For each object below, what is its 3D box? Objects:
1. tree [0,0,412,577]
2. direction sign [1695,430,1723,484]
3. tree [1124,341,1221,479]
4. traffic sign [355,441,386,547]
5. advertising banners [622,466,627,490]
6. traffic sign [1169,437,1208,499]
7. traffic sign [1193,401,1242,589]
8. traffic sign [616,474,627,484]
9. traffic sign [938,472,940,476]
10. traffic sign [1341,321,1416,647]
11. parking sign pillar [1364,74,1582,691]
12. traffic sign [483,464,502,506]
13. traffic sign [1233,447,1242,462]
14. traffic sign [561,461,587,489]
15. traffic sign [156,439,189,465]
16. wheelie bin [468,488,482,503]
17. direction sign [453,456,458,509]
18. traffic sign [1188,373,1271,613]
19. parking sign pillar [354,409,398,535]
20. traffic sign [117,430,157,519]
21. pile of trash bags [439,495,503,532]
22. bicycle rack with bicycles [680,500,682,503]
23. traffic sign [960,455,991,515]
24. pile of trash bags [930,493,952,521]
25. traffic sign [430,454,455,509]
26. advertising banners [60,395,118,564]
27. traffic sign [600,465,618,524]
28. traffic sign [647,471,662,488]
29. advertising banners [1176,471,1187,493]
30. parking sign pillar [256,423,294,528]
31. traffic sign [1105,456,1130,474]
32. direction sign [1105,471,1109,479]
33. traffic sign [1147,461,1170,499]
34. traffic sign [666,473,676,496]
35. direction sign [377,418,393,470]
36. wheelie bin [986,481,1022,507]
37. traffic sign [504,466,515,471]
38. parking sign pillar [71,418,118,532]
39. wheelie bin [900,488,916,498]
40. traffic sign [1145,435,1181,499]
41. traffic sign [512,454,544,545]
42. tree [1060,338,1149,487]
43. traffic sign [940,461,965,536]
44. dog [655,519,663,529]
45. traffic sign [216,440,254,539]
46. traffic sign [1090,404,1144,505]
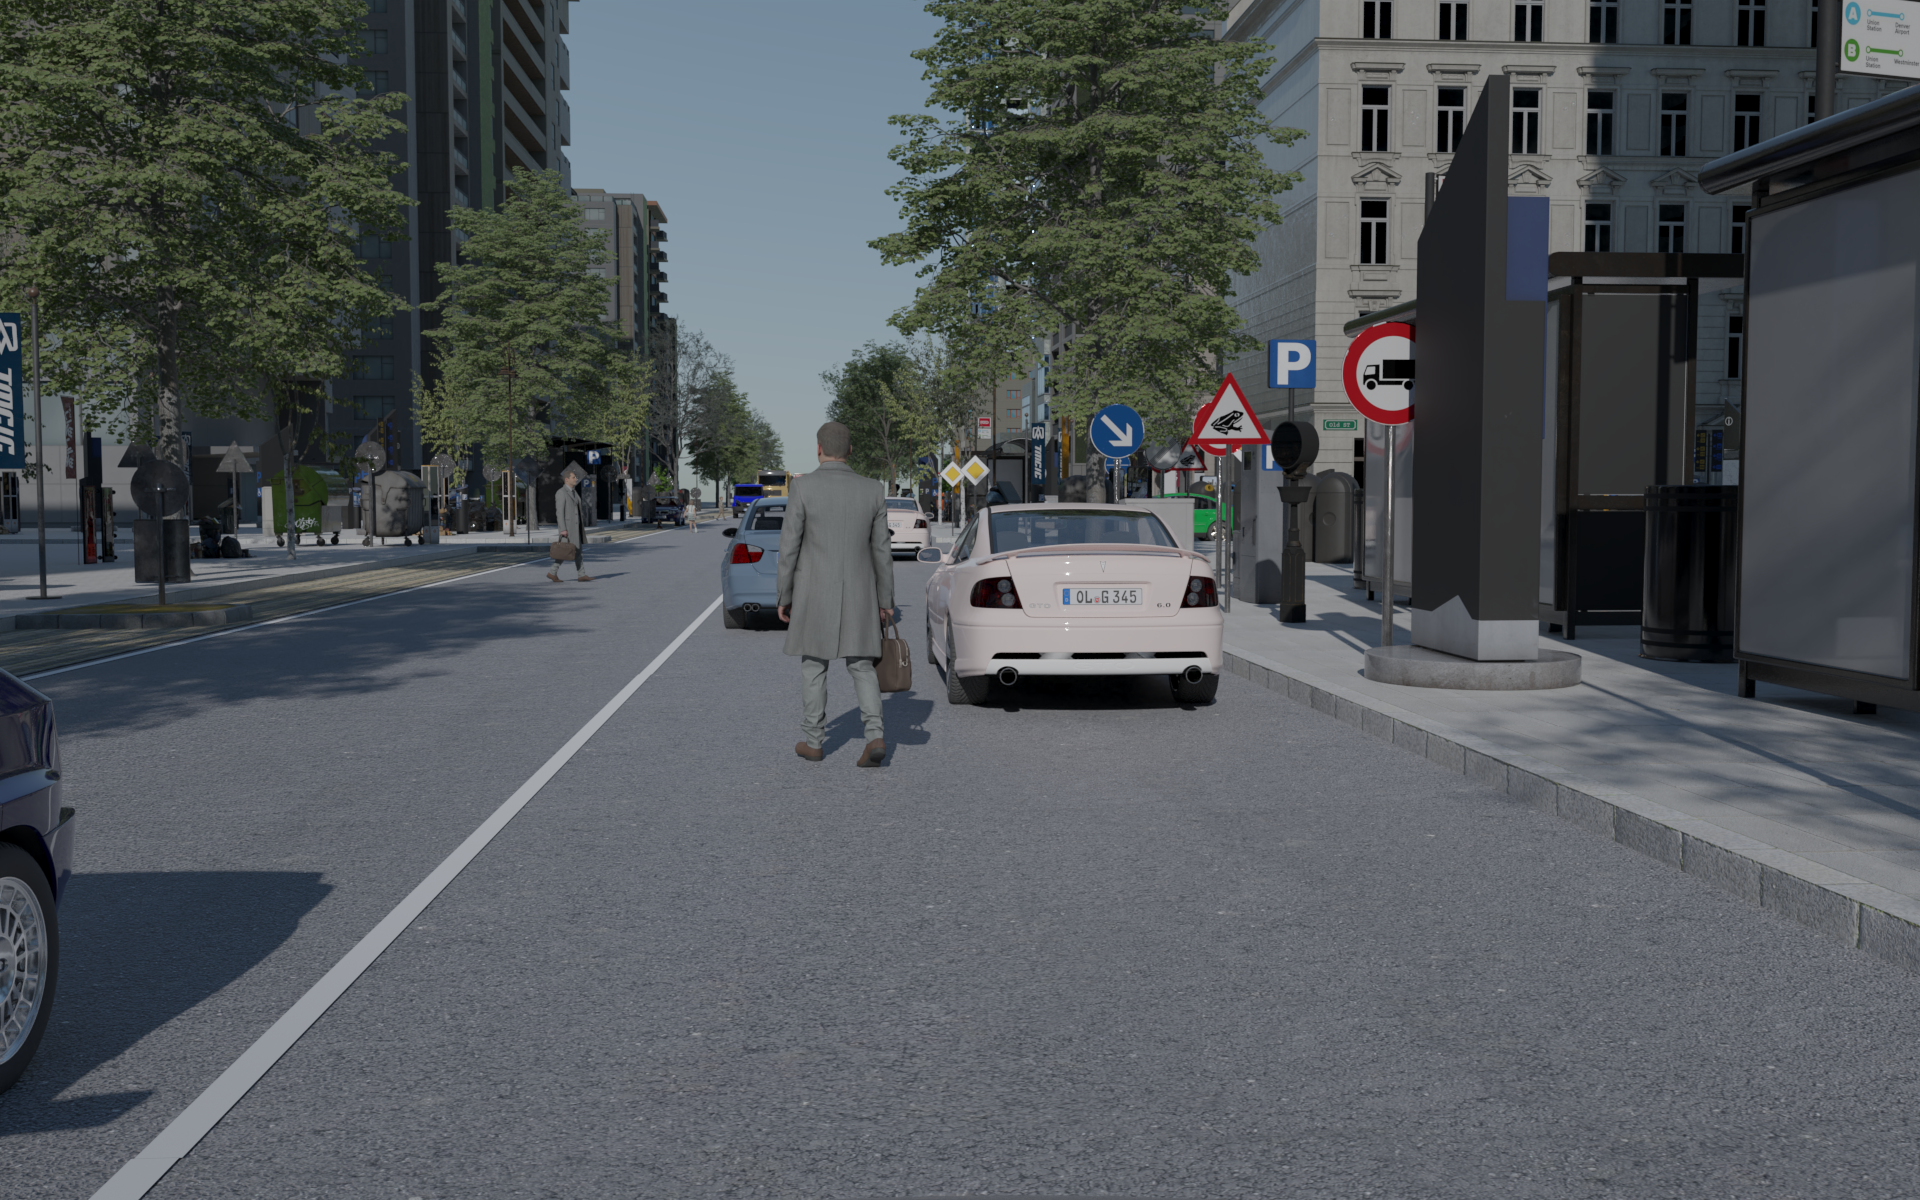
[{"bbox_3d":[-12.066,-6.604,26.110,7.486,12.596,7.792,0,3,0],"label":"tree"},{"bbox_3d":[26.330,-4.218,60.963,0.876,3.537,0.379,1,4,18],"label":"direction sign"},{"bbox_3d":[8.592,-7.382,71.064,4.360,8.622,3.978,0,3,0],"label":"tree"},{"bbox_3d":[-14.221,-2.548,41.772,0.768,2.556,0.104,0,4,5],"label":"traffic sign"},{"bbox_3d":[-20.312,-6.870,108.512,2.074,3.025,0.090,2,4,25],"label":"advertising banners"},{"bbox_3d":[5.238,-2.431,39.751,0.884,2.594,0.081,0,4,2],"label":"traffic sign"},{"bbox_3d":[3.514,-1.428,23.457,0.768,2.556,0.104,0,4,-4],"label":"traffic sign"},{"bbox_3d":[-20.994,-6.570,107.518,0.768,2.556,0.104,0,4,-3],"label":"traffic sign"},{"bbox_3d":[-1.341,-5.980,97.878,0.768,2.556,0.104,0,4,5],"label":"traffic sign"},{"bbox_3d":[3.187,-0.780,12.852,0.768,2.556,0.104,0,4,-2],"label":"traffic sign"},{"bbox_3d":[3.543,-1.432,11.891,1.447,3.967,1.447,0,4,-5],"label":"parking sign pillar"},{"bbox_3d":[-18.629,-4.213,68.988,0.768,2.556,0.104,0,4,1],"label":"traffic sign"},{"bbox_3d":[4.190,-1.473,25.273,0.795,2.450,0.064,0,4,-3],"label":"traffic sign"},{"bbox_3d":[-11.535,-2.944,51.783,0.795,2.450,0.064,0,4,-4],"label":"traffic sign"},{"bbox_3d":[-16.895,-2.265,37.133,0.768,2.556,0.104,0,4,4],"label":"traffic sign"},{"bbox_3d":[-26.472,-5.269,94.052,0.980,1.594,0.693,-2,4,-29],"label":"wheelie bin"},{"bbox_3d":[-29.007,-6.588,99.703,0.379,3.537,0.876,0,4,-3],"label":"direction sign"},{"bbox_3d":[2.887,-1.139,18.629,0.884,2.594,0.081,0,4,2],"label":"traffic sign"},{"bbox_3d":[-18.265,-4.036,54.463,1.447,3.967,1.447,1,4,20],"label":"parking sign pillar"},{"bbox_3d":[-16.580,-2.141,35.007,0.884,2.594,0.081,0,4,-1],"label":"traffic sign"},{"bbox_3d":[-17.071,-3.011,58.977,1.912,1.369,3.447,2,4,24],"label":"pile of trash bags"},{"bbox_3d":[-19.353,-6.087,112.901,2.852,0.926,2.925,-1,4,-17],"label":"bicycle rack with bicycles"},{"bbox_3d":[0.393,-2.509,44.672,0.795,2.450,0.064,0,4,-4],"label":"traffic sign"},{"bbox_3d":[-0.957,-4.473,82.883,1.912,1.369,3.447,0,4,-1],"label":"pile of trash bags"},{"bbox_3d":[-16.320,-3.334,54.615,0.768,2.556,0.104,0,4,-1],"label":"traffic sign"},{"bbox_3d":[-15.975,-2.176,31.760,0.090,3.025,2.074,0,4,-3],"label":"advertising banners"},{"bbox_3d":[-15.283,-4.607,75.431,0.768,2.556,0.104,0,4,3],"label":"traffic sign"},{"bbox_3d":[-17.027,-5.900,96.461,0.884,2.594,0.081,0,4,3],"label":"traffic sign"},{"bbox_3d":[8.884,-4.276,66.092,2.074,3.025,0.090,1,4,18],"label":"advertising banners"},{"bbox_3d":[-26.011,-4.730,65.802,1.447,3.967,1.447,3,5,42],"label":"parking sign pillar"},{"bbox_3d":[4.726,-3.178,52.060,0.768,2.556,0.104,0,4,1],"label":"traffic sign"},{"bbox_3d":[8.674,-6.864,104.221,0.379,3.537,0.876,3,5,42],"label":"direction sign"},{"bbox_3d":[5.067,-2.654,43.494,0.768,2.556,0.104,0,4,1],"label":"traffic sign"},{"bbox_3d":[-18.088,-6.577,107.545,0.884,2.594,0.081,0,4,-2],"label":"traffic sign"},{"bbox_3d":[-17.134,-3.651,51.693,0.379,3.537,0.876,1,4,10],"label":"direction sign"},{"bbox_3d":[1.036,-2.080,41.920,0.693,1.594,0.980,2,4,35],"label":"wheelie bin"},{"bbox_3d":[-20.141,-4.748,77.735,0.768,2.556,0.104,0,4,-4],"label":"traffic sign"},{"bbox_3d":[-29.830,-4.348,59.554,1.447,3.967,1.447,-2,4,-32],"label":"parking sign pillar"},{"bbox_3d":[-2.935,-5.424,96.585,0.980,1.594,0.693,1,4,20],"label":"wheelie bin"},{"bbox_3d":[4.282,-2.233,36.611,0.768,2.556,0.104,0,4,1],"label":"traffic sign"},{"bbox_3d":[-10.919,-2.457,43.821,0.795,2.450,0.064,0,4,-4],"label":"traffic sign"},{"bbox_3d":[6.396,-7.737,76.870,4.737,8.622,4.395,0,3,0],"label":"tree"},{"bbox_3d":[-0.223,-2.996,52.634,0.795,2.450,0.064,0,4,-4],"label":"traffic sign"},{"bbox_3d":[-12.376,-3.099,70.869,0.550,0.427,0.748,2,4,26],"label":"dog"},{"bbox_3d":[-17.505,-2.557,41.810,0.884,2.594,0.081,0,4,-3],"label":"traffic sign"},{"bbox_3d":[2.230,-1.500,24.626,0.768,2.556,0.104,0,4,5],"label":"traffic sign"}]
